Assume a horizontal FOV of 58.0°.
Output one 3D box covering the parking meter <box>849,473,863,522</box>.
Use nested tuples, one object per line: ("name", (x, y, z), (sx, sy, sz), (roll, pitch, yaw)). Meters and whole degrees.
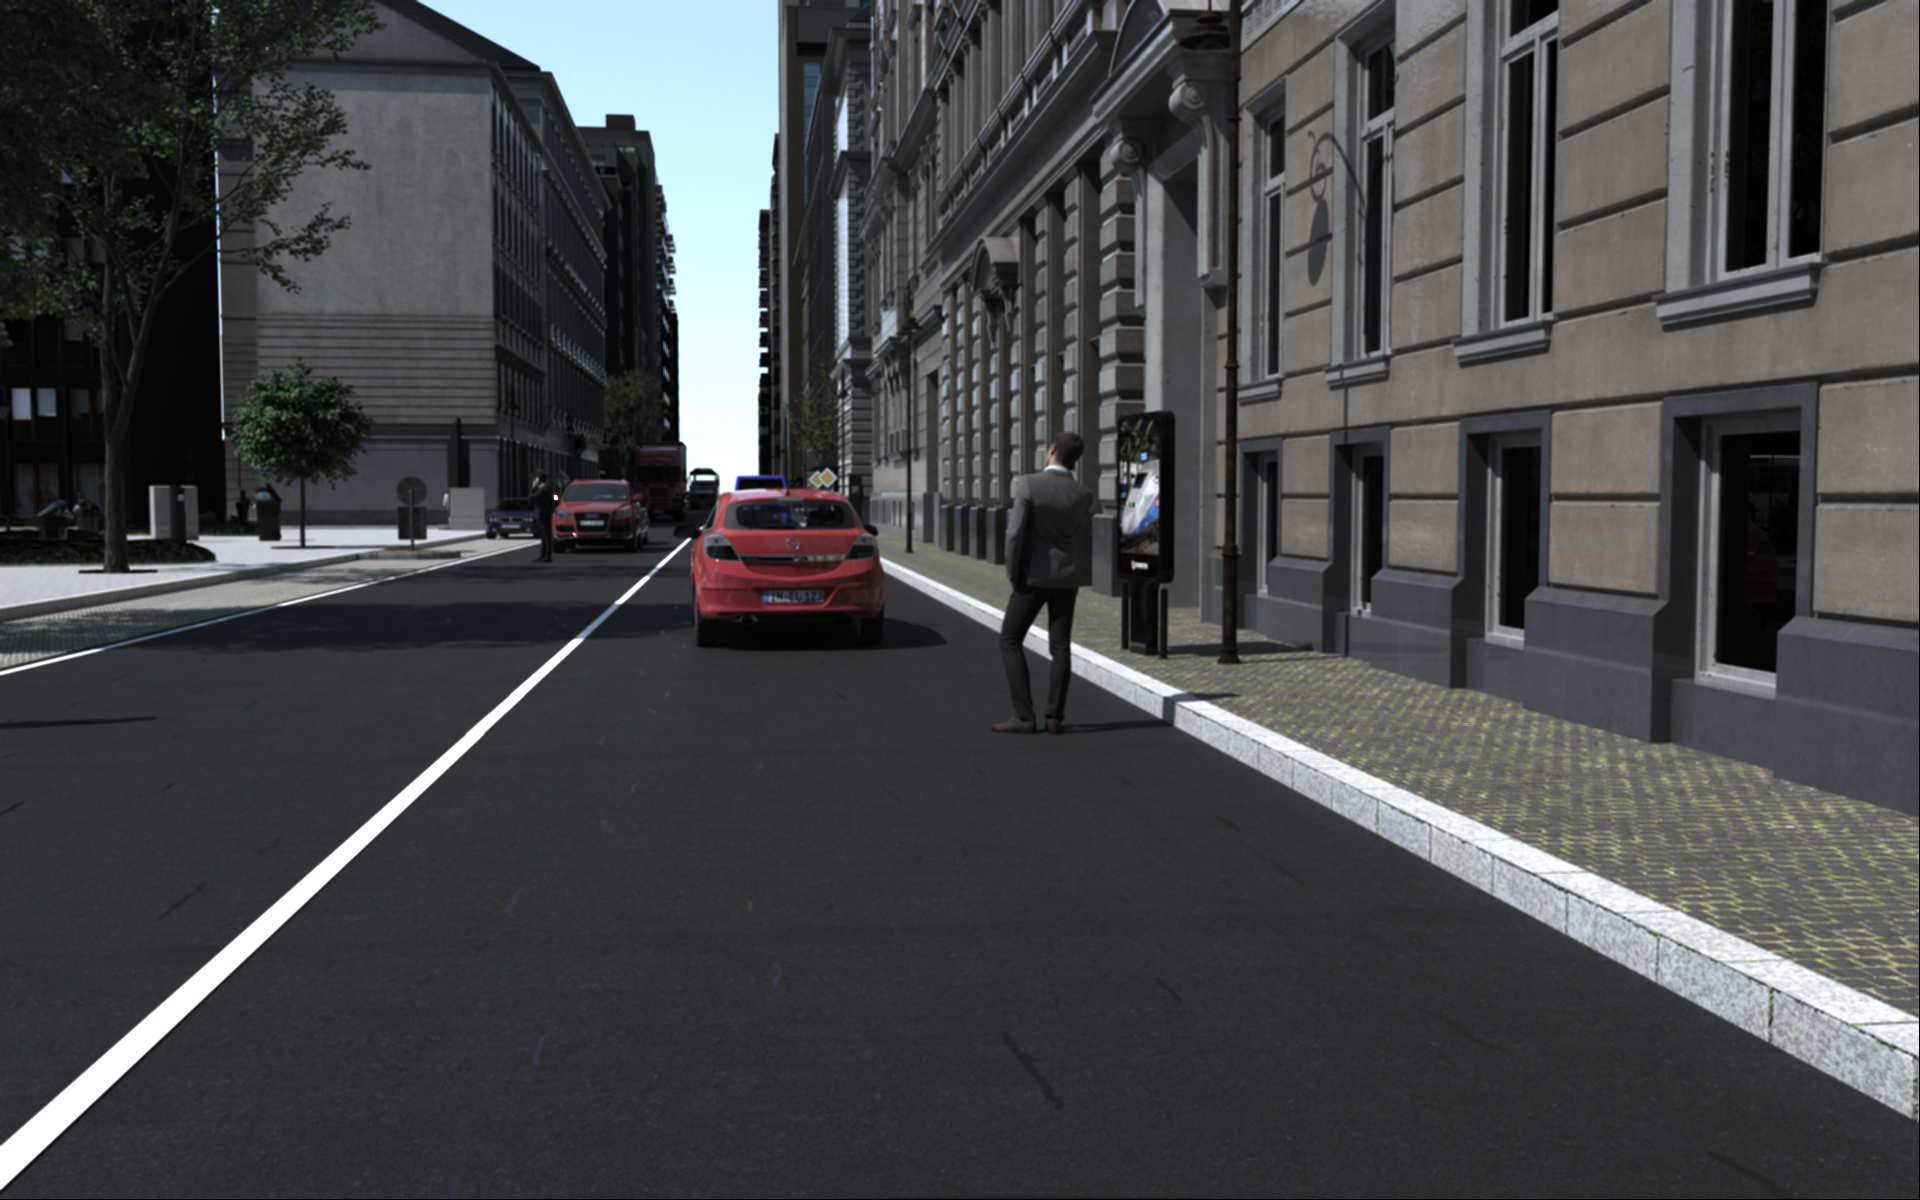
("parking meter", (-2.905, -2.610, 48.377), (0.399, 1.863, 0.255), (0, 4, -1))

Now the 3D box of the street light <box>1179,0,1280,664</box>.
("street light", (2.041, -2.457, 12.953), (0.468, 5.910, 1.993), (0, 4, -7))

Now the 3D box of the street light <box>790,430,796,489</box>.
("street light", (-11.675, -9.089, 121.394), (0.468, 5.910, 1.993), (0, 4, -7))

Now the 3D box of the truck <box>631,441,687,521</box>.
("truck", (-16.249, -6.450, 94.373), (2.839, 4.237, 11.283), (0, 4, -8))

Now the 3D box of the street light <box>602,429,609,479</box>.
("street light", (-24.758, -9.068, 121.047), (0.468, 5.910, 1.993), (0, 4, -7))

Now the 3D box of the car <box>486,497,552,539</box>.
("car", (-14.232, -2.658, 56.043), (1.945, 1.354, 3.894), (0, 4, -6))

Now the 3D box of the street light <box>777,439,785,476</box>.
("street light", (-14.972, -10.612, 146.296), (0.468, 5.910, 1.993), (0, 4, -7))

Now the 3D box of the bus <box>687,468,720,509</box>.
("bus", (-24.337, -10.611, 165.034), (2.896, 3.916, 12.252), (0, 4, -6))

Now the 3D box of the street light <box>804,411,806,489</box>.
("street light", (-8.625, -7.577, 96.665), (0.468, 5.910, 1.993), (0, 4, -7))

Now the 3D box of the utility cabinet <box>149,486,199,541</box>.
("utility cabinet", (-21.284, -2.339, 46.925), (0.318, 1.500, 1.173), (3, 5, 41))

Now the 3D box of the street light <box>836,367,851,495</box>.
("street light", (-4.253, -5.523, 63.083), (0.468, 5.910, 1.993), (0, 4, -7))

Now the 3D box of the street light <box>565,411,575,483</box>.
("street light", (-21.660, -7.550, 96.224), (0.468, 5.910, 1.993), (0, 4, -7))

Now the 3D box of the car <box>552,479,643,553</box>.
("car", (-9.158, -2.157, 43.936), (2.281, 1.827, 5.304), (0, 4, -8))

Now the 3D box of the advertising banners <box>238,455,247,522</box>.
("advertising banners", (-30.008, -4.659, 72.370), (0.090, 3.025, 2.074), (-1, 4, -15))

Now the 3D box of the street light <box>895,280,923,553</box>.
("street light", (-1.111, -3.968, 37.669), (0.468, 5.910, 1.993), (0, 4, -7))

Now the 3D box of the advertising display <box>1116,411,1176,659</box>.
("advertising display", (1.477, -0.528, 13.852), (0.123, 1.923, 0.974), (-1, 4, -15))

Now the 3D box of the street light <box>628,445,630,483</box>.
("street light", (-28.102, -10.648, 146.878), (0.468, 5.910, 1.993), (0, 4, -7))

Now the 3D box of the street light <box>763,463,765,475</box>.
("street light", (-24.668, -15.257, 222.238), (0.468, 5.910, 1.993), (0, 4, -7))

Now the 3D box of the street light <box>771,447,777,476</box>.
("street light", (-18.215, -12.189, 172.084), (0.468, 5.910, 1.993), (0, 4, -7))

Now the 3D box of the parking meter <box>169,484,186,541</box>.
("parking meter", (-20.409, -2.250, 45.193), (0.372, 1.533, 0.369), (0, 3, 0))

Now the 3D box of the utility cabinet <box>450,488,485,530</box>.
("utility cabinet", (-17.300, -3.190, 60.835), (1.173, 1.500, 0.318), (-1, 4, -14))

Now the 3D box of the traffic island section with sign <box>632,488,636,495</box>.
("traffic island section with sign", (-22.636, -6.830, 120.303), (1.989, 1.847, 2.006), (0, 4, -7))

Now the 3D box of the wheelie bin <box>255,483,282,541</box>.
("wheelie bin", (-18.975, -2.423, 47.518), (0.693, 1.594, 0.980), (-2, 4, -25))

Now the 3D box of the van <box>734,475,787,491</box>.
("van", (-6.781, -3.339, 58.973), (2.240, 2.365, 5.245), (0, 4, -7))

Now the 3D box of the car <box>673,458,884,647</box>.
("car", (-1.861, -0.539, 17.848), (2.155, 1.783, 4.494), (-1, 4, -9))

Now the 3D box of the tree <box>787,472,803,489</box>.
("tree", (-14.677, -9.512, 150.124), (1.663, 3.219, 1.824), (0, 3, 0))

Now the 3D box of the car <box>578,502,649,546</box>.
("car", (-9.897, -2.298, 49.569), (2.014, 1.417, 4.499), (0, 4, -6))

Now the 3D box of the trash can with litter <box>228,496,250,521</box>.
("trash can with litter", (-33.559, -4.237, 80.670), (0.624, 1.170, 1.055), (1, 4, 21))

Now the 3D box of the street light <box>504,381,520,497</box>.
("street light", (-18.364, -6.014, 71.121), (0.468, 5.910, 1.993), (0, 4, -7))

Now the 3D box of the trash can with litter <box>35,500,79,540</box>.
("trash can with litter", (-18.182, -1.400, 34.275), (0.624, 1.170, 1.055), (3, 5, 40))

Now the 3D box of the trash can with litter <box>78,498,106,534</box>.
("trash can with litter", (-24.409, -2.296, 48.934), (0.624, 1.170, 1.055), (2, 4, 32))

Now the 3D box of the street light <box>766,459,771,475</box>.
("street light", (-21.444, -13.701, 196.791), (0.468, 5.910, 1.993), (0, 4, -7))

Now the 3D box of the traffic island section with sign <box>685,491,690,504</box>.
("traffic island section with sign", (-42.838, -16.514, 278.627), (1.989, 1.847, 2.006), (0, 4, -7))

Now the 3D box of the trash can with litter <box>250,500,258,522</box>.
("trash can with litter", (-23.802, -2.923, 59.172), (0.624, 1.170, 1.055), (-1, 4, -21))

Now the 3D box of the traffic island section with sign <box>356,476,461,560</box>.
("traffic island section with sign", (-12.183, -1.822, 38.419), (1.989, 1.847, 2.006), (0, 4, -7))

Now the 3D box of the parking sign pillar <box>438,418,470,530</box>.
("parking sign pillar", (-18.045, -4.516, 62.306), (1.447, 3.967, 1.447), (-2, 4, -32))

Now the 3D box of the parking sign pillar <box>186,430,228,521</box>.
("parking sign pillar", (-31.676, -5.125, 72.263), (1.447, 3.967, 1.447), (1, 4, 12))
